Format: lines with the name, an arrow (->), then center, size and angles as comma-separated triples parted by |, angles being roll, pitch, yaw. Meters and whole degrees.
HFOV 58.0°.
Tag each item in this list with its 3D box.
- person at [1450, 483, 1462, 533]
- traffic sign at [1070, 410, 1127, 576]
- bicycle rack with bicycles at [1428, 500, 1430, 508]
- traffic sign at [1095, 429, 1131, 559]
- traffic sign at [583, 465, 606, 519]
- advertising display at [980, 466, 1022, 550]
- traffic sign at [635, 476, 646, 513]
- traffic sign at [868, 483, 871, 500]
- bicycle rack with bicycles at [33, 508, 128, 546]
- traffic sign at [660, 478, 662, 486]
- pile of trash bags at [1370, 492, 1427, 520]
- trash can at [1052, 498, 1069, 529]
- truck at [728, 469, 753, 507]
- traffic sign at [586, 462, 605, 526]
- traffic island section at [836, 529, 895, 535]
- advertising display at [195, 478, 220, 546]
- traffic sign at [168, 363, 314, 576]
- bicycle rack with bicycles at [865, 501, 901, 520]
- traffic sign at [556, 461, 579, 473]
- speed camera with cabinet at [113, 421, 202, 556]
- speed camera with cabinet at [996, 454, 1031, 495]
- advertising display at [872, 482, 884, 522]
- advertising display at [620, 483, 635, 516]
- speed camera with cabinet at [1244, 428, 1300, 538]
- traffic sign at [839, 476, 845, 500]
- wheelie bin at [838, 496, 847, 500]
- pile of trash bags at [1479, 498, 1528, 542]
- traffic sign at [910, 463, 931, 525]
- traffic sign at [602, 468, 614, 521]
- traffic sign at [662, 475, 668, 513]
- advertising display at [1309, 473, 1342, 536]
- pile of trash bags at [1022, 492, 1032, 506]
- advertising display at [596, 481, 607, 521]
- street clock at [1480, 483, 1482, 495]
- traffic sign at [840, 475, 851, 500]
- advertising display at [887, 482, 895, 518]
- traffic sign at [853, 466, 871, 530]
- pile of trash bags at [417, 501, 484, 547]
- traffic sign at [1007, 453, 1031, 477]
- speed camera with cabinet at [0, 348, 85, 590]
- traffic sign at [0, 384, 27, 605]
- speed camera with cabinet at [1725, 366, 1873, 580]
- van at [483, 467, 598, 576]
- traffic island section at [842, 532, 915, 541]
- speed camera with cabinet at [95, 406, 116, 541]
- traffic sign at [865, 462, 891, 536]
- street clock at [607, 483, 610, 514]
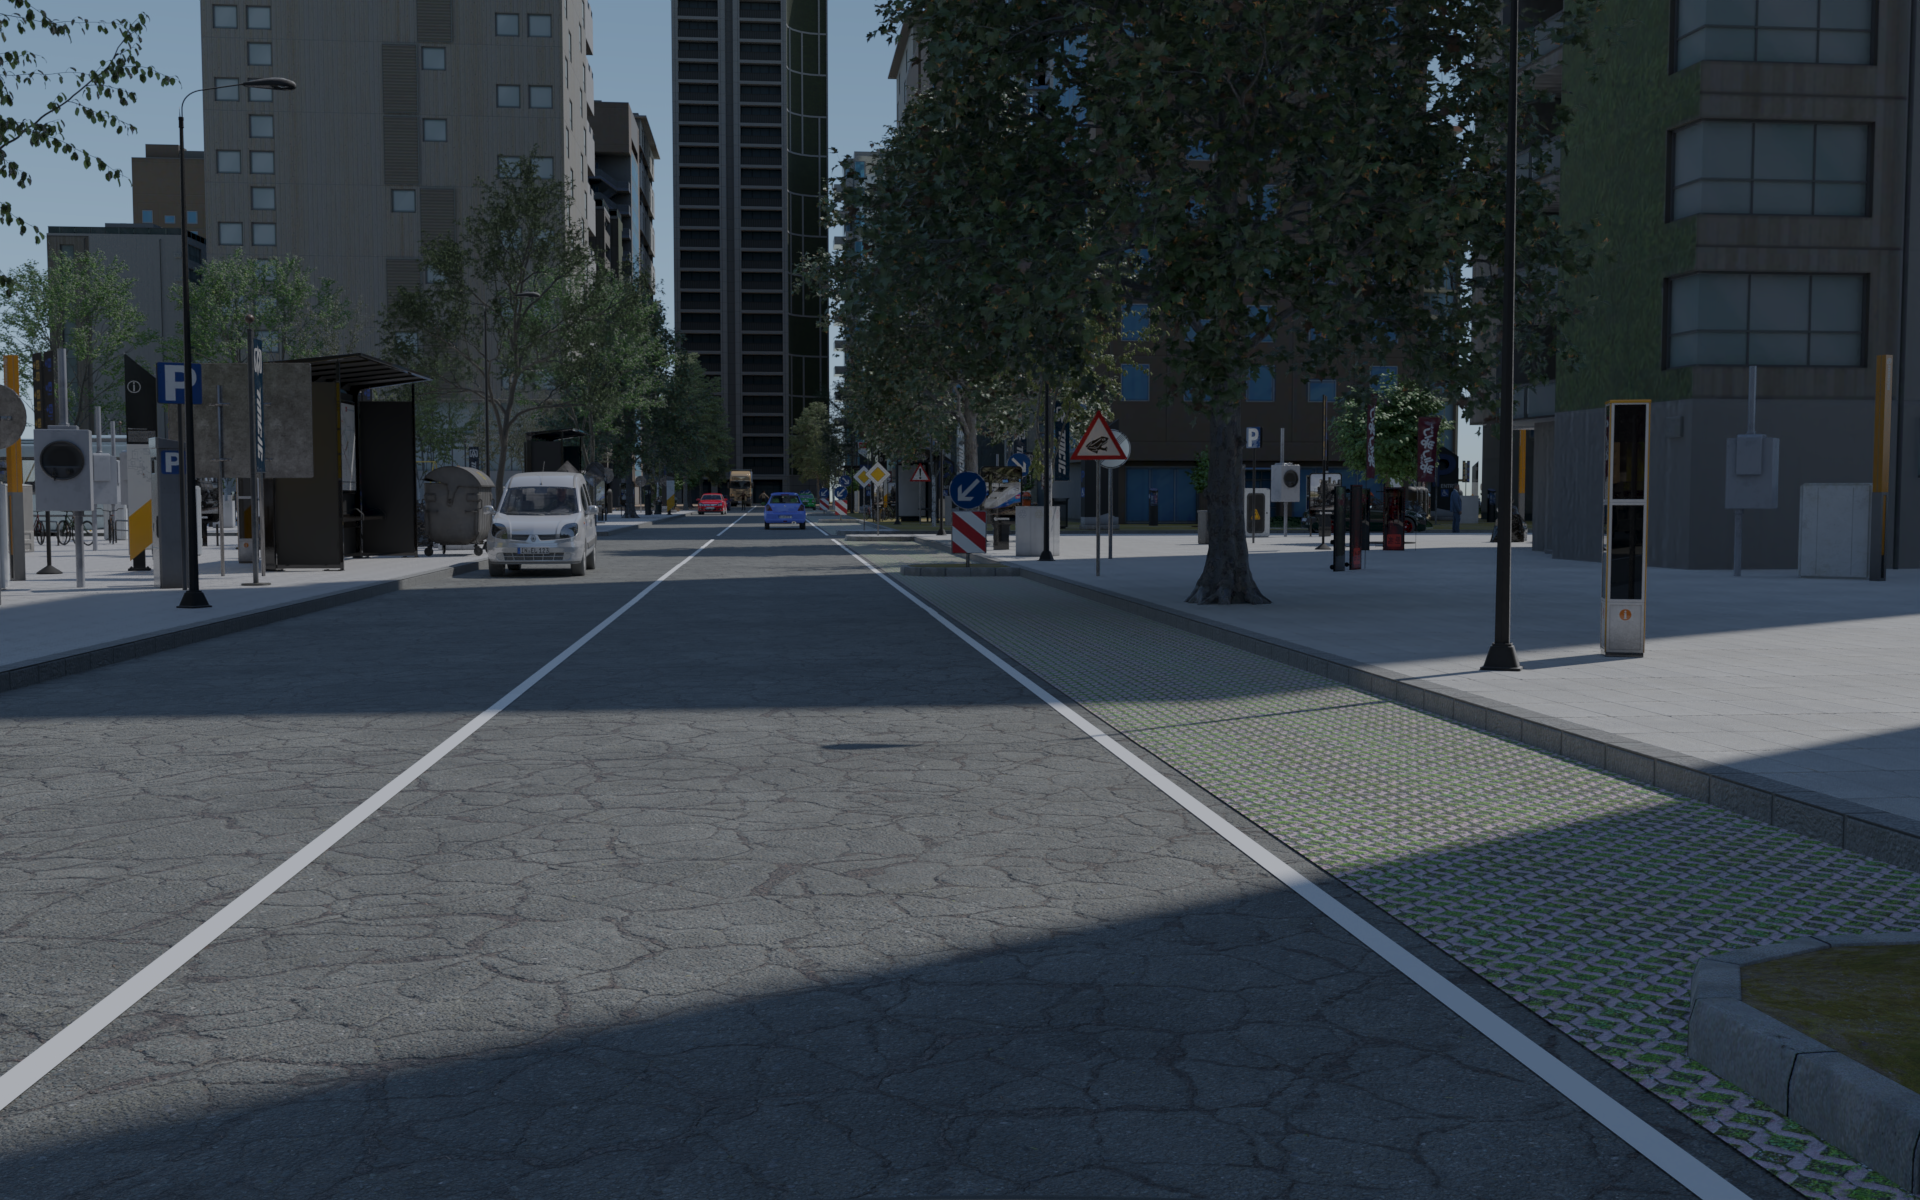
person -> 16.814, -3.058, 58.672 | 0.419, 1.800, 0.721 | 0, 4, 1
traffic sign -> 2.155, -1.650, 26.976 | 0.884, 2.594, 0.081 | 0, 4, 3
bicycle rack with bicycles -> 31.122, -6.275, 115.971 | 2.925, 0.926, 2.852 | -1, 4, -19
traffic sign -> 2.969, -2.081, 34.125 | 0.768, 2.556, 0.104 | 0, 4, 1
traffic sign -> -12.739, -3.468, 60.349 | 0.795, 2.450, 0.064 | 0, 4, -6
advertising display -> 0.947, -2.119, 39.863 | 0.974, 1.923, 0.123 | -1, 4, -9
traffic sign -> -22.110, -7.330, 119.949 | 0.768, 2.556, 0.104 | 0, 4, -5
traffic sign -> -5.733, -6.823, 111.654 | 0.768, 2.556, 0.104 | 0, 4, 1
bicycle rack with bicycles -> -22.216, -1.866, 43.889 | 2.852, 0.926, 2.925 | -3, 4, -39
traffic sign -> -21.851, -7.831, 128.148 | 0.768, 2.556, 0.104 | 0, 4, -3
pile of trash bags -> 16.964, -3.597, 68.568 | 3.447, 1.369, 1.912 | -3, 5, -41
trash can -> 3.678, -3.196, 63.906 | 0.748, 1.137, 0.748 | 0, 3, 0
truck -> -25.093, -12.815, 198.433 | 2.839, 4.237, 11.283 | 0, 4, -6
traffic sign -> -14.530, -4.214, 69.006 | 0.768, 2.556, 0.104 | 0, 3, 0
traffic island section -> -3.375, -2.394, 61.422 | 2.009, 0.180, 2.903 | 0, 4, -6
advertising display -> -18.618, -2.270, 42.331 | 0.974, 1.923, 0.123 | -3, 4, -39
traffic sign -> -11.189, -2.022, 26.938 | 2.265, 3.308, 0.079 | 0, 4, 2
bicycle rack with bicycles -> -3.245, -4.382, 85.033 | 2.852, 0.926, 2.925 | -1, 4, -19
traffic sign -> -11.874, -2.983, 52.410 | 0.795, 2.450, 0.064 | 0, 4, -6
speed camera with cabinet -> -16.717, -2.560, 36.199 | 2.038, 3.252, 0.660 | 2, 4, 33
speed camera with cabinet -> 2.475, -5.614, 86.129 | 2.038, 3.252, 0.660 | -1, 4, -13
advertising display -> -3.829, -4.617, 80.704 | 0.123, 1.923, 0.974 | 2, 4, 26
advertising display -> -19.176, -5.790, 99.876 | 0.123, 1.923, 0.974 | 3, 5, 45
speed camera with cabinet -> 9.125, -3.500, 51.557 | 2.038, 3.252, 0.660 | -2, 4, -25
traffic sign -> -7.938, -7.269, 118.955 | 0.768, 2.556, 0.104 | 0, 4, 0
wheelie bin -> -8.453, -7.136, 124.582 | 0.693, 1.594, 0.980 | -1, 4, -9
pile of trash bags -> 15.761, -2.209, 45.871 | 3.447, 1.369, 1.912 | 3, 5, 39
traffic sign -> -1.667, -4.450, 72.754 | 0.884, 2.594, 0.081 | 0, 4, 2
traffic sign -> -17.025, -5.086, 83.263 | 0.768, 2.556, 0.104 | 0, 4, -5
traffic sign -> -19.544, -7.072, 115.725 | 0.768, 2.556, 0.104 | 0, 4, -5
advertising display -> 11.058, -2.889, 52.451 | 0.974, 1.923, 0.123 | 0, 4, 7
pile of trash bags -> 2.180, -3.969, 74.645 | 1.912, 1.369, 3.447 | -2, 4, -25
advertising display -> -17.168, -4.739, 82.696 | 0.123, 1.923, 0.974 | -3, 5, -43
street clock -> 35.672, -6.953, 118.257 | 0.358, 2.002, 0.471 | 0, 4, 3
traffic sign -> -7.740, -7.177, 117.442 | 0.768, 2.556, 0.104 | 0, 4, -1
advertising display -> -3.611, -5.357, 92.796 | 0.123, 1.923, 0.974 | 2, 4, 35
traffic sign -> -3.397, -3.529, 61.342 | 0.795, 2.450, 0.064 | 0, 4, -6
pile of trash bags -> -12.957, -2.079, 43.749 | 1.912, 1.369, 3.447 | 0, 4, -5
traffic sign -> 1.824, -3.272, 53.611 | 0.768, 2.556, 0.104 | 0, 4, 0
speed camera with cabinet -> -12.766, -1.765, 23.186 | 2.038, 3.252, 0.660 | -1, 4, -23
traffic sign -> -11.107, -1.211, 19.905 | 0.768, 2.556, 0.104 | 0, 4, -2
speed camera with cabinet -> 12.913, -1.973, 26.596 | 2.038, 3.252, 0.660 | 2, 4, 34
van -> -7.567, -1.499, 31.526 | 2.013, 2.044, 4.112 | 0, 4, -8
traffic island section -> -2.510, -1.908, 53.484 | 2.009, 0.180, 2.903 | 0, 4, -6
speed camera with cabinet -> -19.092, -2.779, 39.773 | 0.660, 3.252, 2.038 | 3, 5, 44
traffic sign -> -2.532, -3.044, 53.404 | 0.795, 2.450, 0.064 | 0, 4, -6
street clock -> -22.579, -6.483, 110.564 | 0.471, 2.002, 0.358 | -1, 4, -19
